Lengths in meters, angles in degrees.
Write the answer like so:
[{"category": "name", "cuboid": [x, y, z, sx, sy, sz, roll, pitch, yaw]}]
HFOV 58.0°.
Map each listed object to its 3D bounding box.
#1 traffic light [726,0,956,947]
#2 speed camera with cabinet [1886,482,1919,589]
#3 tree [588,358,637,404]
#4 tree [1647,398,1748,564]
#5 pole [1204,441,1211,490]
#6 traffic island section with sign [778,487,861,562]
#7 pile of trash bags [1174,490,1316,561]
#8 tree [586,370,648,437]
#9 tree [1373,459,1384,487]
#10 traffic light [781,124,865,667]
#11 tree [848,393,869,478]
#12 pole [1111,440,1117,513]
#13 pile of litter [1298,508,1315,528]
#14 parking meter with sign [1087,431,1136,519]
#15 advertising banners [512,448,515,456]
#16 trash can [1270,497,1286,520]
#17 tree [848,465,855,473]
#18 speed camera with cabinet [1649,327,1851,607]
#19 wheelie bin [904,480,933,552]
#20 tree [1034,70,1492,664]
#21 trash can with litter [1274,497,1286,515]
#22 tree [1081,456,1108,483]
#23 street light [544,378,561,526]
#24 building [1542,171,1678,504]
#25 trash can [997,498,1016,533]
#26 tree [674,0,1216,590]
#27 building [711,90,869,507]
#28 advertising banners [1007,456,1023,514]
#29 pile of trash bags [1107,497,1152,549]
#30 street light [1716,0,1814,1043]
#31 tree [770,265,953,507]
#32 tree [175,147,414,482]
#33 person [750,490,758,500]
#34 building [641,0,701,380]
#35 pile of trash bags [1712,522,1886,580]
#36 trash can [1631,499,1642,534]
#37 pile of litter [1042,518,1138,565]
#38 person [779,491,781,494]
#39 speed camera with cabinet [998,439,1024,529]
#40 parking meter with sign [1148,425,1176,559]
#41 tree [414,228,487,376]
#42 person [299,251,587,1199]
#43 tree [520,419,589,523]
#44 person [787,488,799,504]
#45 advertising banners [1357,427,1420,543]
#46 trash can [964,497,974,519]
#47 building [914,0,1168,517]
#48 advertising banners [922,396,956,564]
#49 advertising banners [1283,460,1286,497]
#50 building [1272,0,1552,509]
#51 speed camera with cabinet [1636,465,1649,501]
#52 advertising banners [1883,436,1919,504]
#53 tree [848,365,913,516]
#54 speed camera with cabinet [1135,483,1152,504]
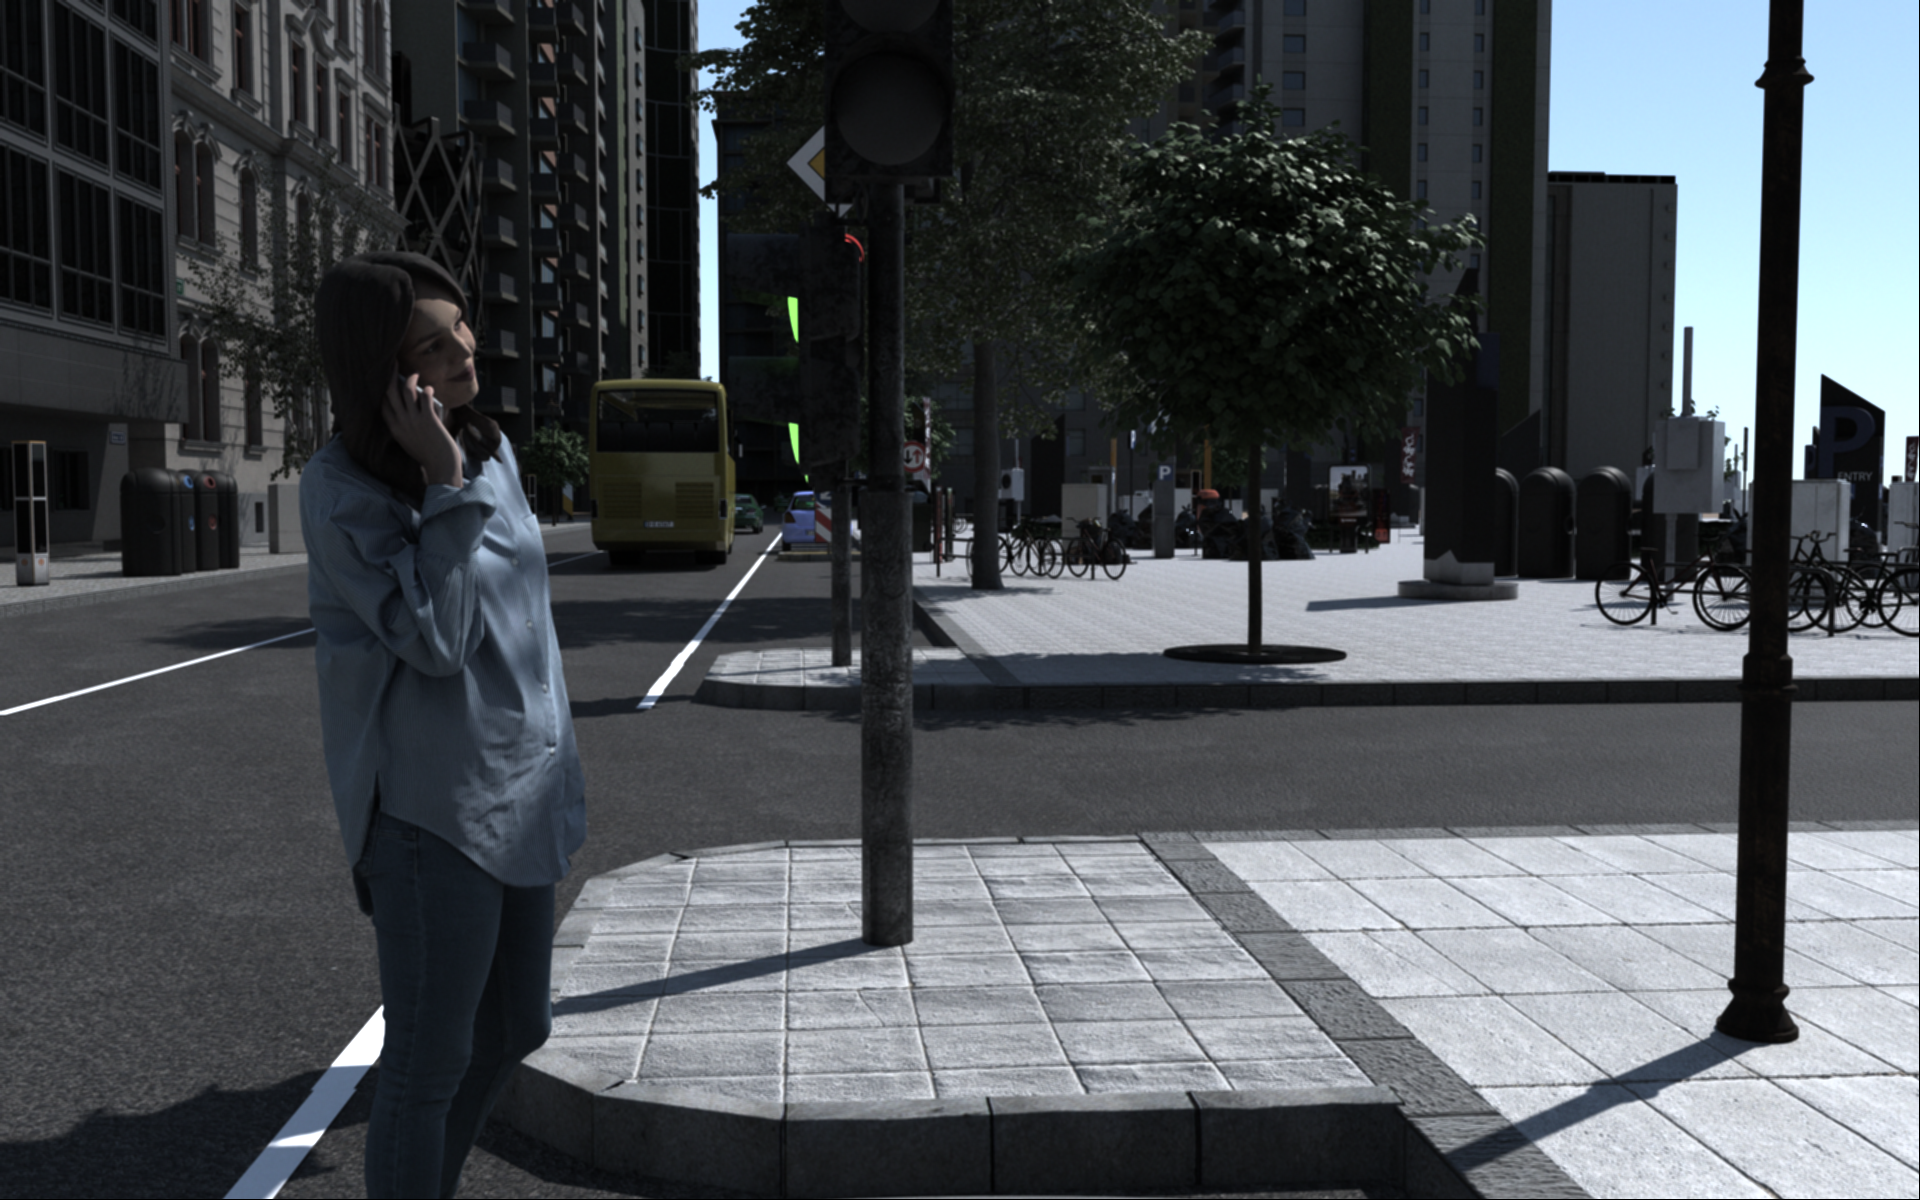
[{"category": "traffic light", "cuboid": [-0.227, -0.975, 4.865, 0.839, 4.253, 0.868, 0, 4, -5]}, {"category": "speed camera with cabinet", "cuboid": [13.749, -1.785, 23.517, 2.038, 3.252, 0.660, 0, 4, -6]}, {"category": "tree", "cuboid": [-18.238, -8.804, 94.315, 4.360, 8.622, 3.978, 0, 3, 0]}, {"category": "tree", "cuboid": [13.252, -2.274, 31.786, 1.663, 3.219, 1.824, 0, 3, 0]}, {"category": "pole", "cuboid": [6.259, -3.055, 43.791, 0.158, 3.312, 0.155, 0, 3, 0]}, {"category": "traffic island section with sign", "cuboid": [-2.957, -1.771, 37.592, 1.989, 1.847, 2.006, 0, 4, -5]}, {"category": "pile of trash bags", "cuboid": [5.624, -1.534, 34.834, 1.912, 1.369, 3.447, -1, 4, -20]}, {"category": "tree", "cuboid": [-19.725, -9.271, 101.945, 4.737, 8.622, 4.395, 0, 3, 0]}, {"category": "tree", "cuboid": [20.690, -5.343, 81.953, 1.663, 3.219, 1.824, 0, 3, 0]}, {"category": "traffic light", "cuboid": [-0.902, -1.462, 12.821, 0.839, 4.253, 0.868, 0, 4, -5]}, {"category": "tree", "cuboid": [-1.752, -3.956, 48.389, 4.285, 4.588, 4.351, 0, 3, 0]}, {"category": "pole", "cuboid": [5.543, -4.205, 62.593, 0.158, 3.312, 0.155, 0, 3, 0]}, {"category": "pile of litter", "cuboid": [10.877, -2.414, 53.436, 1.176, 0.858, 1.719, 0, 4, 4]}, {"category": "parking meter with sign", "cuboid": [3.792, -3.071, 46.465, 1.738, 3.016, 0.543, 1, 4, 19]}, {"category": "advertising banners", "cuboid": [-17.769, -4.239, 65.493, 2.074, 3.025, 0.090, 1, 4, 9]}, {"category": "trash can", "cuboid": [14.452, -4.092, 78.550, 0.748, 1.137, 0.748, 0, 3, 0]}, {"category": "tree", "cuboid": [-8.220, -10.595, 123.584, 4.360, 8.622, 3.978, 0, 3, 0]}, {"category": "speed camera with cabinet", "cuboid": [9.269, -1.588, 20.293, 2.038, 3.252, 0.660, 3, 4, 37]}, {"category": "wheelie bin", "cuboid": [-0.983, -1.853, 38.206, 0.693, 1.594, 0.980, -2, 4, -32]}, {"category": "tree", "cuboid": [2.294, -1.833, 13.688, 4.285, 4.588, 4.351, 0, 3, 0]}, {"category": "trash can with litter", "cuboid": [12.947, -3.477, 68.236, 1.055, 1.170, 0.624, -2, 4, -28]}, {"category": "tree", "cuboid": [7.166, -5.754, 88.676, 1.663, 3.219, 1.824, 0, 3, 0]}, {"category": "street light", "cuboid": [-16.259, -5.896, 69.182, 0.468, 5.910, 1.993, 0, 4, -5]}, {"category": "building", "cuboid": [55.565, -23.686, 158.966, 14.107, 30.474, 14.160, 0, 4, -5]}, {"category": "trash can", "cuboid": [1.469, -2.797, 57.384, 0.748, 1.137, 0.748, 0, 3, 0]}, {"category": "tree", "cuboid": [0.011, -6.402, 22.801, 7.486, 12.596, 7.792, 0, 3, 0]}, {"category": "building", "cuboid": [-12.933, -32.375, 183.956, 28.867, 44.769, 22.147, 0, 4, -5]}, {"category": "advertising banners", "cuboid": [2.131, -5.185, 80.955, 2.074, 3.025, 0.090, 3, 5, 43]}, {"category": "pile of trash bags", "cuboid": [4.009, -1.881, 40.512, 3.447, 1.369, 1.912, -2, 4, -34]}, {"category": "street light", "cuboid": [1.902, -1.906, 3.953, 0.468, 5.910, 1.993, 0, 4, -5]}, {"category": "tree", "cuboid": [-5.241, -11.278, 91.047, 9.857, 13.997, 8.962, 0, 3, 0]}, {"category": "tree", "cuboid": [-13.774, -5.241, 36.047, 4.360, 8.622, 3.978, 0, 3, 0]}, {"category": "person", "cuboid": [-19.254, -9.276, 160.190, 1.348, 1.821, 0.705, 2, 4, 24]}, {"category": "building", "cuboid": [-38.172, -45.412, 180.734, 20.611, 71.187, 20.563, 0, 4, -5]}, {"category": "pile of trash bags", "cuboid": [13.598, -1.039, 26.733, 3.447, 1.369, 1.912, 0, 4, 0]}, {"category": "trash can", "cuboid": [17.811, -2.087, 45.781, 0.748, 1.137, 0.748, 0, 3, 0]}, {"category": "pile of litter", "cuboid": [2.370, -1.093, 31.831, 1.719, 0.858, 1.176, 1, 4, 19]}, {"category": "person", "cuboid": [-16.813, -9.334, 162.053, 0.756, 1.711, 0.436, -2, 4, -28]}, {"category": "speed camera with cabinet", "cuboid": [1.483, -4.186, 62.777, 0.660, 3.252, 2.038, -2, 4, -35]}, {"category": "parking meter with sign", "cuboid": [4.099, -2.373, 35.065, 0.543, 3.016, 1.738, 0, 4, 3]}, {"category": "tree", "cuboid": [-14.421, -5.773, 44.756, 4.360, 8.622, 3.978, 0, 3, 0]}, {"category": "person", "cuboid": [-0.845, 0.365, 2.795, 0.793, 1.790, 0.793, -1, 4, -23]}, {"category": "tree", "cuboid": [-17.691, -5.654, 76.151, 4.285, 4.588, 4.351, 0, 3, 0]}, {"category": "person", "cuboid": [-8.384, -4.929, 89.766, 1.217, 1.739, 0.721, -1, 4, -22]}, {"category": "advertising banners", "cuboid": [10.905, -2.981, 44.921, 2.074, 3.025, 0.090, 0, 4, -4]}, {"category": "trash can", "cuboid": [0.543, -4.229, 80.790, 0.748, 1.137, 0.748, 0, 3, 0]}, {"category": "building", "cuboid": [4.178, -25.655, 103.051, 14.154, 41.232, 14.086, 0, 4, -5]}, {"category": "advertising banners", "cuboid": [-0.398, -2.188, 31.958, 0.090, 3.025, 2.074, 1, 4, 15]}, {"category": "advertising banners", "cuboid": [15.104, -5.166, 80.646, 0.090, 3.025, 2.074, 1, 4, 13]}, {"category": "building", "cuboid": [34.761, -37.372, 153.026, 28.212, 58.520, 21.231, 0, 4, -5]}, {"category": "speed camera with cabinet", "cuboid": [22.915, -3.767, 55.929, 2.038, 3.252, 0.660, -1, 4, -9]}, {"category": "advertising banners", "cuboid": [28.467, -3.470, 52.922, 0.090, 3.025, 2.074, -1, 4, -14]}, {"category": "tree", "cuboid": [-3.989, -8.001, 81.178, 4.737, 8.622, 4.395, 0, 3, 0]}, {"category": "speed camera with cabinet", "cuboid": [9.518, -5.670, 87.034, 0.660, 3.252, 2.038, -2, 4, -24]}]
